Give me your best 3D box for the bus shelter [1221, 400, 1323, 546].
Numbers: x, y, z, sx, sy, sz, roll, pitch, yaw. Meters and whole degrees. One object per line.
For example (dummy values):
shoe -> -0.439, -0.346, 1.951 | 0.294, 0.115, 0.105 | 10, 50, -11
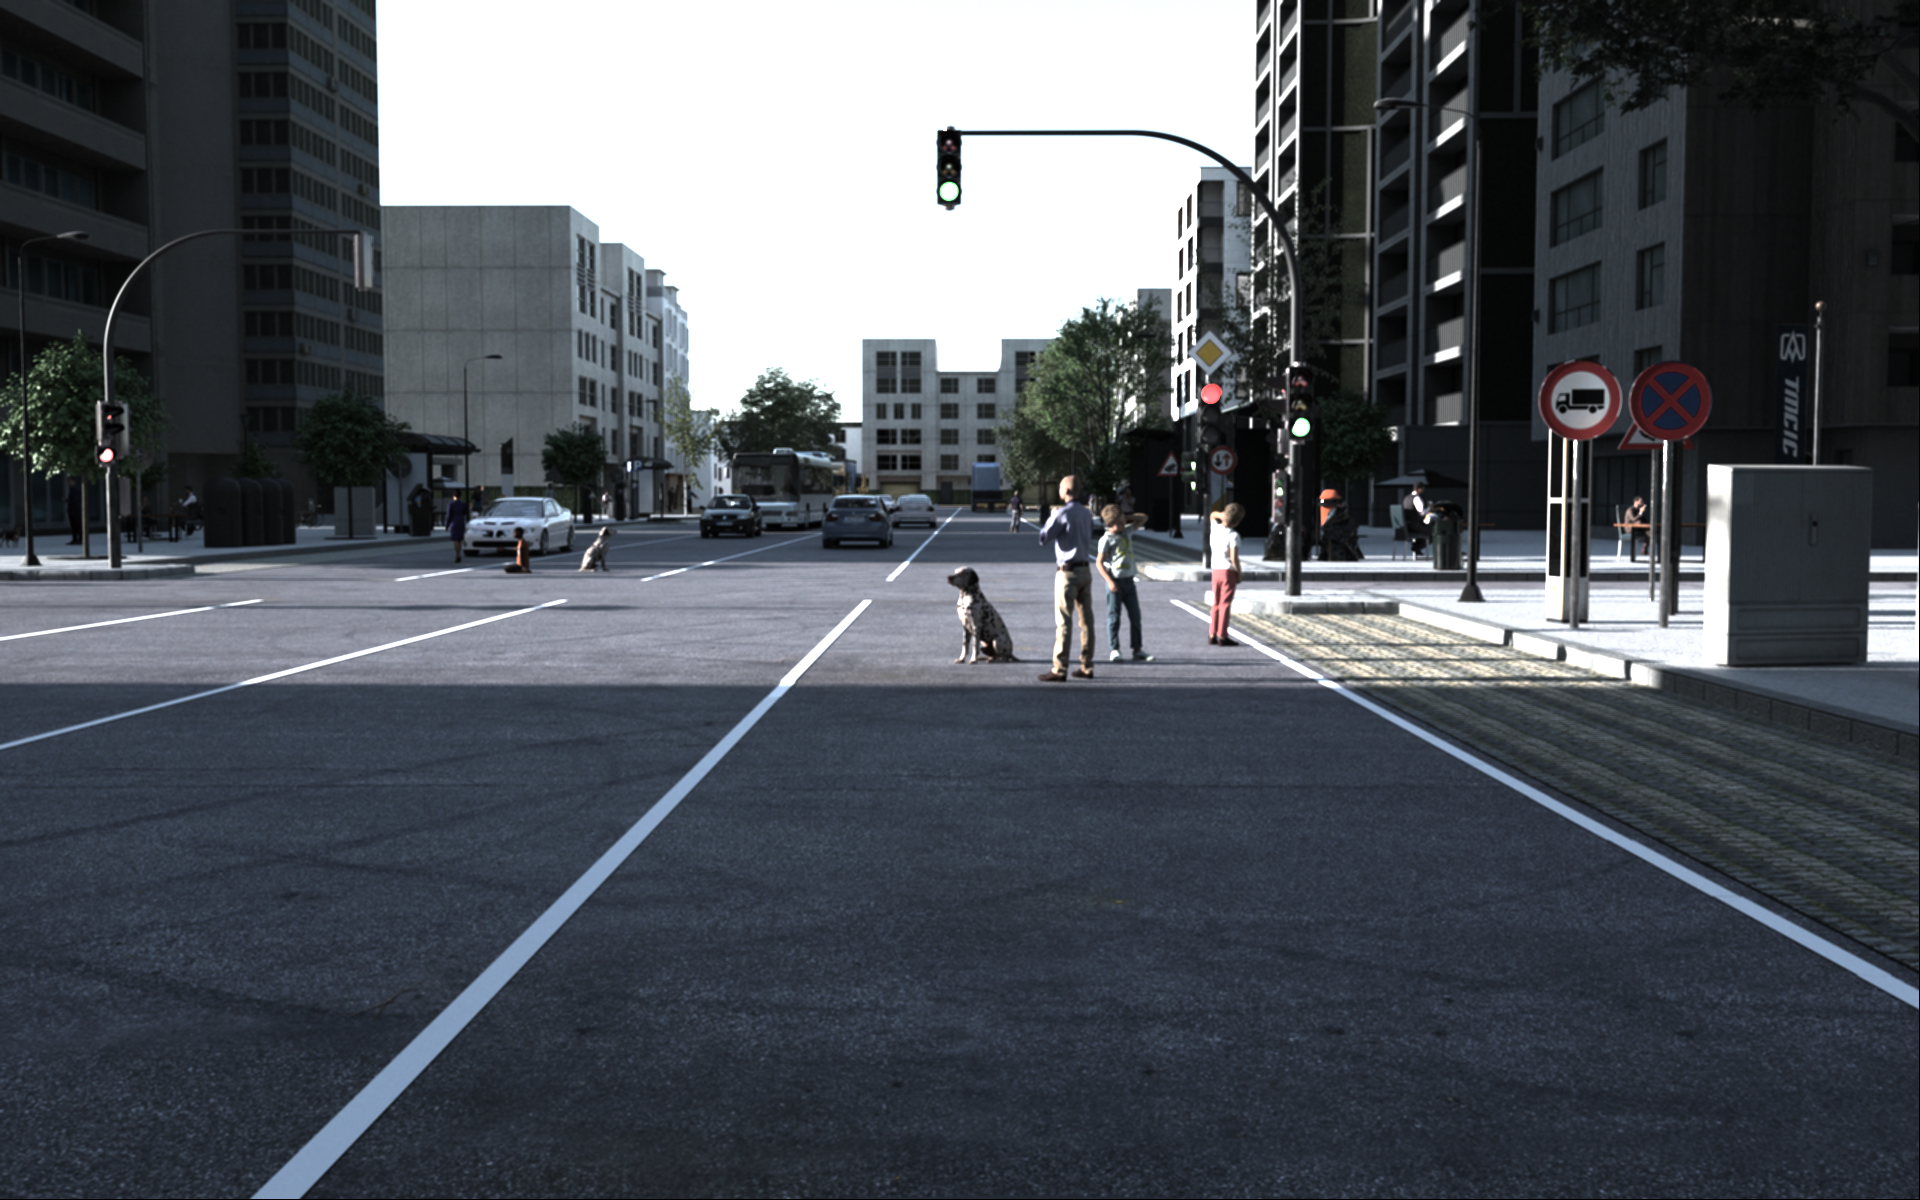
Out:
bus shelter -> 8.244, -3.355, 46.136 | 1.731, 3.624, 6.357 | 0, 4, 0

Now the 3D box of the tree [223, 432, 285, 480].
tree -> -21.913, -3.625, 53.874 | 1.663, 3.219, 1.824 | 0, 3, 0

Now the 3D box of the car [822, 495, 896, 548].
car -> -2.752, -2.141, 47.001 | 2.014, 1.417, 4.499 | 0, 4, 0

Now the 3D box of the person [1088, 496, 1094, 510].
person -> 9.092, -6.934, 120.237 | 0.721, 1.723, 1.217 | 1, 4, 18

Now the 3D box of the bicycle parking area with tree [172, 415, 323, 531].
bicycle parking area with tree -> -28.372, -4.657, 63.144 | 8.231, 4.147, 9.016 | 1, 4, 19

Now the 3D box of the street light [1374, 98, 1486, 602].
street light -> 5.560, -2.933, 20.498 | 1.470, 5.913, 1.316 | 0, 4, 0

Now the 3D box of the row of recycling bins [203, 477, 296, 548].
row of recycling bins -> -17.561, -2.196, 43.010 | 1.069, 1.692, 3.534 | 0, 4, 6

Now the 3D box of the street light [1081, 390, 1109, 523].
street light -> 6.073, -6.410, 77.350 | 1.470, 5.913, 1.316 | 0, 4, 0

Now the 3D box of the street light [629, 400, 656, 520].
street light -> -15.675, -6.909, 85.505 | 1.470, 5.913, 1.316 | 0, 4, 0

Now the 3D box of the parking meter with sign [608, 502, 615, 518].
parking meter with sign -> -17.987, -5.859, 92.059 | 0.543, 3.016, 1.738 | 2, 4, 29

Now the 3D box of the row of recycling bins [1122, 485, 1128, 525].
row of recycling bins -> 7.923, -4.059, 73.475 | 1.069, 1.692, 3.534 | 2, 4, 35

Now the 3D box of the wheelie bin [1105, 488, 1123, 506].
wheelie bin -> 7.764, -4.698, 84.716 | 0.693, 1.594, 0.980 | -2, 4, -29

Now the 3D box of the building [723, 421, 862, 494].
building -> -25.142, -15.900, 202.116 | 28.070, 9.664, 9.099 | 0, 4, 0

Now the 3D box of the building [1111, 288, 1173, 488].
building -> 23.596, -17.771, 157.013 | 16.747, 18.905, 31.486 | 0, 4, 0

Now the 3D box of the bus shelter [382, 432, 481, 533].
bus shelter -> -18.050, -3.977, 58.954 | 2.014, 3.302, 5.546 | 0, 4, 0

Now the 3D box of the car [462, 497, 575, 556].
car -> -10.517, -1.780, 41.467 | 2.083, 1.381, 4.827 | 0, 4, 0

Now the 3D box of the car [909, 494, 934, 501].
car -> -2.881, -6.550, 118.889 | 2.131, 1.459, 4.920 | 0, 4, 1

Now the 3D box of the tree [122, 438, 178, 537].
tree -> -24.770, -3.525, 52.231 | 1.663, 3.219, 1.824 | 0, 3, 0

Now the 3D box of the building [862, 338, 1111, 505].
building -> 4.663, -20.700, 204.903 | 31.486, 18.905, 16.747 | 0, 4, 0

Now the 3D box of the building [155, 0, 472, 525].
building -> -40.453, -23.630, 78.230 | 32.217, 40.220, 23.993 | 0, 4, 0

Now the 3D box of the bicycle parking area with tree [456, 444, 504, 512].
bicycle parking area with tree -> -26.397, -6.661, 95.912 | 9.016, 4.147, 8.231 | 2, 4, 27

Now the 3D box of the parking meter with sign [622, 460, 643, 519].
parking meter with sign -> -16.926, -5.724, 89.845 | 0.543, 3.016, 1.738 | -2, 4, -25

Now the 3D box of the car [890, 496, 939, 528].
car -> -1.954, -3.787, 74.278 | 2.083, 1.381, 4.827 | 0, 4, -1

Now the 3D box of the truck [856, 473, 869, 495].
truck -> -10.117, -10.213, 162.912 | 3.469, 3.379, 9.791 | 0, 4, 0

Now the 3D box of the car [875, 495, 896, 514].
car -> -5.604, -6.915, 125.423 | 2.083, 1.381, 4.827 | 0, 4, 2

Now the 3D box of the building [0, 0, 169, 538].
building -> -37.697, -25.903, 47.213 | 21.300, 48.544, 21.600 | 0, 4, 0

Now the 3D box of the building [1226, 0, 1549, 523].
building -> 25.422, -40.013, 92.470 | 20.563, 71.187, 20.611 | 0, 4, 0

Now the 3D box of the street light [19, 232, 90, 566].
street light -> -16.109, -3.566, 30.844 | 1.470, 5.913, 1.316 | 0, 4, 0

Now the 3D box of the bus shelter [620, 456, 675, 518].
bus shelter -> -17.217, -6.228, 95.744 | 2.014, 3.302, 5.546 | 0, 4, 0

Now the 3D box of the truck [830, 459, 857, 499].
truck -> -10.077, -9.228, 139.797 | 2.839, 4.237, 11.283 | 0, 4, 2

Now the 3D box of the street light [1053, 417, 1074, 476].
street light -> 6.292, -8.077, 104.596 | 1.470, 5.913, 1.316 | 0, 4, 0

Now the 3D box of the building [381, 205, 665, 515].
building -> -32.014, -15.627, 121.960 | 16.747, 18.905, 31.486 | 0, 4, 0

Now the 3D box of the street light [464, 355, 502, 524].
street light -> -15.979, -5.224, 57.960 | 1.470, 5.913, 1.316 | 0, 4, 0

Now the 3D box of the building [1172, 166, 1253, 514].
building -> 28.938, -17.156, 124.476 | 27.936, 21.610, 32.646 | 0, 4, 0

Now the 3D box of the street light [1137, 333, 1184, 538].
street light -> 5.807, -4.752, 50.229 | 1.470, 5.913, 1.316 | 0, 4, 0

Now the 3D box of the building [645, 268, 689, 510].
building -> -31.652, -17.547, 143.313 | 16.016, 20.091, 11.380 | 0, 4, 0

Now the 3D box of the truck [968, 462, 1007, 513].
truck -> 2.275, -9.257, 141.108 | 2.967, 4.110, 18.799 | 0, 4, -1

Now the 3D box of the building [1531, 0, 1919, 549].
building -> 24.120, -16.707, 44.864 | 14.107, 30.474, 14.160 | 0, 4, 0

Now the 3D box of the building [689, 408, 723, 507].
building -> -38.081, -13.874, 168.979 | 28.070, 9.664, 9.099 | 0, 4, 0

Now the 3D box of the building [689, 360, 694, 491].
building -> -32.397, -18.253, 154.861 | 16.016, 20.091, 11.380 | 0, 4, 0

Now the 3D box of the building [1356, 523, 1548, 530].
building -> 26.006, -38.266, 63.907 | 20.563, 71.187, 20.611 | 0, 4, 0

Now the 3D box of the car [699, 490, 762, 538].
car -> -7.627, -2.939, 57.843 | 2.009, 1.686, 4.222 | 0, 4, -1

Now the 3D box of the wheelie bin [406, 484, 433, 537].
wheelie bin -> -16.344, -2.722, 52.418 | 0.693, 1.594, 0.980 | -2, 4, -31

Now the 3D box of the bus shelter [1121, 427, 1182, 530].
bus shelter -> 7.071, -4.460, 64.198 | 1.731, 3.624, 6.357 | 0, 4, 1
